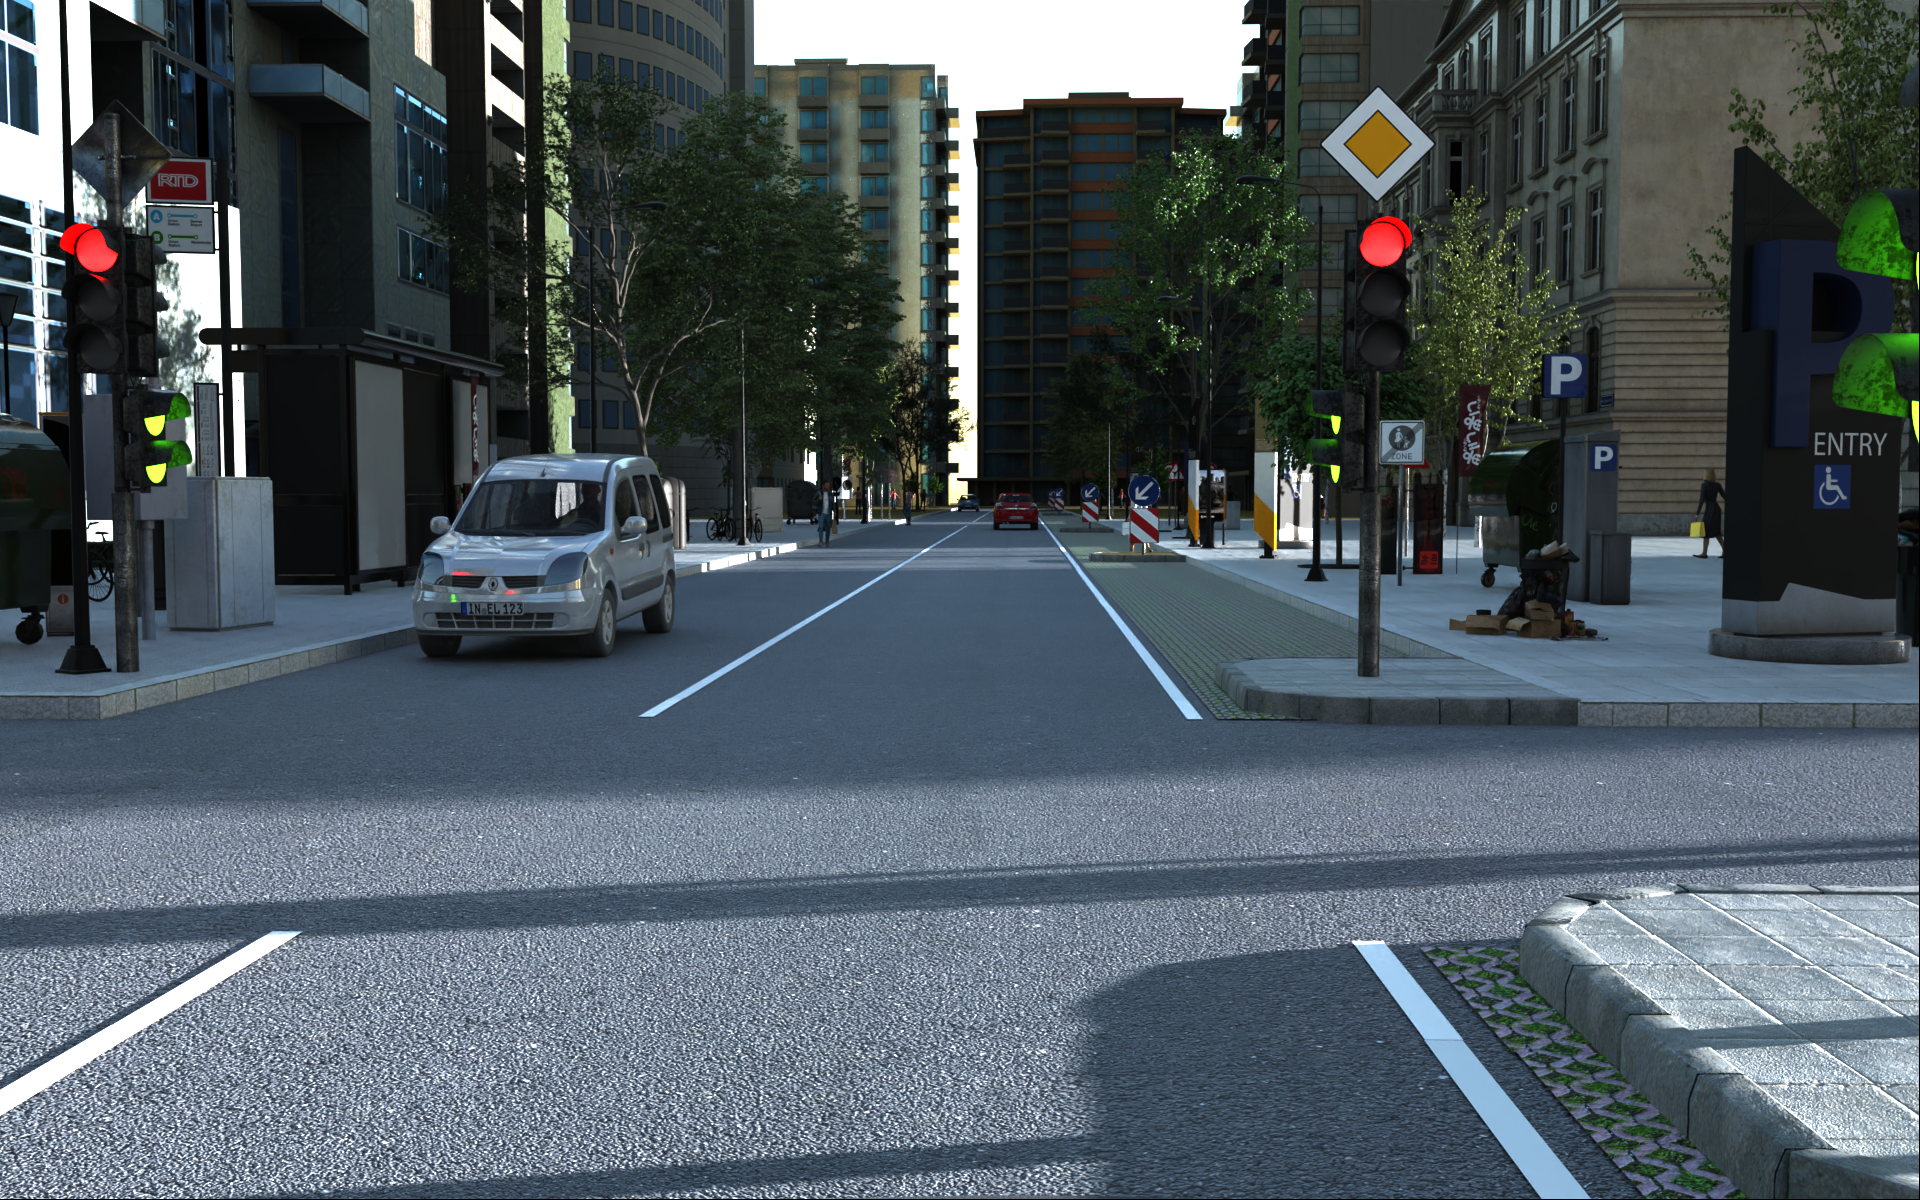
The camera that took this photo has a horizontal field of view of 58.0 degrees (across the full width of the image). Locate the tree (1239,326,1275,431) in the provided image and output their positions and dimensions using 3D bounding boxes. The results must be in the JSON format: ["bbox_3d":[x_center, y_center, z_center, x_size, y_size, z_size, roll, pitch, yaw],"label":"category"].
[{"bbox_3d":[13.347,-7.218,68.384,4.737,8.622,4.395,0,3,0],"label":"tree"}]

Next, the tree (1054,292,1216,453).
[{"bbox_3d":[7.925,-8.881,79.618,8.767,10.594,7.601,2,4,32],"label":"tree"}]

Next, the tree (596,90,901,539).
[{"bbox_3d":[-6.722,-8.031,49.441,7.486,12.596,7.792,0,3,0],"label":"tree"}]

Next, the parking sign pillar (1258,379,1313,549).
[{"bbox_3d":[7.814,-3.213,41.005,1.447,3.967,1.447,-3,5,-43],"label":"parking sign pillar"}]

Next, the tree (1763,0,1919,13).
[{"bbox_3d":[11.125,-4.279,20.318,4.737,8.622,4.395,0,3,0],"label":"tree"}]

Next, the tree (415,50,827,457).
[{"bbox_3d":[-6.679,-6.239,36.414,8.767,10.594,7.601,-3,4,-37],"label":"tree"}]

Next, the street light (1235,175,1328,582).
[{"bbox_3d":[4.714,-3.233,25.393,1.470,5.913,1.316,0,4,2],"label":"street light"}]

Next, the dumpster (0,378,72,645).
[{"bbox_3d":[-8.359,-0.699,13.917,1.502,2.255,1.985,0,4,2],"label":"dumpster"}]

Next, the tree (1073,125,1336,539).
[{"bbox_3d":[6.750,-7.553,49.250,9.928,11.665,9.643,0,3,0],"label":"tree"}]

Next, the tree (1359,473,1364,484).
[{"bbox_3d":[14.633,-6.230,52.222,4.737,8.622,4.395,0,3,0],"label":"tree"}]

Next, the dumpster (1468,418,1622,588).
[{"bbox_3d":[7.723,-1.249,22.919,1.502,2.255,1.985,0,4,2],"label":"dumpster"}]

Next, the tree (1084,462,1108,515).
[{"bbox_3d":[8.549,-6.745,104.879,1.663,3.219,1.824,0,3,0],"label":"tree"}]

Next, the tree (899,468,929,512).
[{"bbox_3d":[-3.483,-8.076,126.641,1.663,3.219,1.824,0,3,0],"label":"tree"}]

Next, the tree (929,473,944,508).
[{"bbox_3d":[-2.266,-10.132,160.255,1.663,3.219,1.824,0,3,0],"label":"tree"}]

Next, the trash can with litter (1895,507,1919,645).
[{"bbox_3d":[8.290,-0.212,14.847,0.624,1.170,1.055,3,5,40],"label":"trash can with litter"}]

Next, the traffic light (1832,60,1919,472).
[{"bbox_3d":[2.585,-0.930,4.122,0.839,4.253,0.868,0,4,2],"label":"traffic light"}]

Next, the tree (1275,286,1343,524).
[{"bbox_3d":[13.821,-6.666,59.356,4.737,8.622,4.395,0,3,0],"label":"tree"}]

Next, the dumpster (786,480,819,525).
[{"bbox_3d":[-6.672,-4.126,73.220,1.264,1.857,1.865,0,4,2],"label":"dumpster"}]

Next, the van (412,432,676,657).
[{"bbox_3d":[-3.863,-0.584,16.557,2.013,2.044,4.112,0,4,2],"label":"van"}]

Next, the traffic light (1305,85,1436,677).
[{"bbox_3d":[2.862,-1.418,12.102,0.839,4.253,0.868,0,4,2],"label":"traffic light"}]

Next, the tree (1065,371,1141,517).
[{"bbox_3d":[8.459,-9.056,98.433,4.737,8.622,4.395,0,3,0],"label":"tree"}]

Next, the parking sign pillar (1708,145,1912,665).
[{"bbox_3d":[6.713,-1.537,13.599,1.447,3.967,1.447,-1,4,-15],"label":"parking sign pillar"}]

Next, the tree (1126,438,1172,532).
[{"bbox_3d":[6.759,-3.938,58.989,1.663,3.219,1.824,0,3,0],"label":"tree"}]

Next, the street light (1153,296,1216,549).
[{"bbox_3d":[5.331,-4.176,40.813,1.470,5.913,1.316,0,4,2],"label":"street light"}]

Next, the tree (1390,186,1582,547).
[{"bbox_3d":[12.488,-5.566,41.359,4.737,8.622,4.395,0,3,0],"label":"tree"}]

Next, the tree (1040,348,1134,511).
[{"bbox_3d":[9.974,-13.258,134.902,7.486,12.596,7.792,0,3,0],"label":"tree"}]

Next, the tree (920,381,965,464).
[{"bbox_3d":[-3.648,-11.211,117.704,8.767,10.594,7.601,1,4,10],"label":"tree"}]

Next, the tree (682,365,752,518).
[{"bbox_3d":[-10.710,-7.877,79.151,4.360,8.622,3.978,0,3,0],"label":"tree"}]

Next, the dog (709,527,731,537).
[{"bbox_3d":[-7.144,-2.085,51.830,0.748,0.427,0.550,2,4,34],"label":"dog"}]

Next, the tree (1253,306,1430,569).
[{"bbox_3d":[6.674,-2.847,30.262,4.285,4.588,4.351,0,3,0],"label":"tree"}]

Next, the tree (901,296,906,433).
[{"bbox_3d":[-5.335,-9.006,65.371,7.486,12.596,7.792,0,3,0],"label":"tree"}]

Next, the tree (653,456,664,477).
[{"bbox_3d":[-15.116,-5.610,86.327,1.663,3.219,1.824,0,3,0],"label":"tree"}]

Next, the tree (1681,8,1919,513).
[{"bbox_3d":[14.593,-4.810,29.009,4.737,8.622,4.395,0,3,0],"label":"tree"}]

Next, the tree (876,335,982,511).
[{"bbox_3d":[-3.455,-13.740,135.018,12.009,13.543,11.850,0,3,0],"label":"tree"}]

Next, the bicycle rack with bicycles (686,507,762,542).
[{"bbox_3d":[-6.682,-2.042,46.767,2.852,0.926,2.925,-1,4,-16],"label":"bicycle rack with bicycles"}]

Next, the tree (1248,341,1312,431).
[{"bbox_3d":[15.835,-8.072,82.342,4.360,8.622,3.978,0,3,0],"label":"tree"}]

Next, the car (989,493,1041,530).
[{"bbox_3d":[2.250,-3.766,70.613,2.155,1.783,4.494,0,4,0],"label":"car"}]

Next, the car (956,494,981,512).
[{"bbox_3d":[0.712,-8.009,142.944,2.014,1.417,4.499,0,4,2],"label":"car"}]

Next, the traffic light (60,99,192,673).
[{"bbox_3d":[-5.994,-1.436,12.392,0.839,4.253,0.868,0,4,2],"label":"traffic light"}]

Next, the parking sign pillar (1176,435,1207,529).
[{"bbox_3d":[8.719,-4.619,63.997,1.447,3.967,1.447,-1,4,-14],"label":"parking sign pillar"}]

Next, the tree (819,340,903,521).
[{"bbox_3d":[-4.524,-7.997,81.114,4.737,8.622,4.395,0,3,0],"label":"tree"}]
